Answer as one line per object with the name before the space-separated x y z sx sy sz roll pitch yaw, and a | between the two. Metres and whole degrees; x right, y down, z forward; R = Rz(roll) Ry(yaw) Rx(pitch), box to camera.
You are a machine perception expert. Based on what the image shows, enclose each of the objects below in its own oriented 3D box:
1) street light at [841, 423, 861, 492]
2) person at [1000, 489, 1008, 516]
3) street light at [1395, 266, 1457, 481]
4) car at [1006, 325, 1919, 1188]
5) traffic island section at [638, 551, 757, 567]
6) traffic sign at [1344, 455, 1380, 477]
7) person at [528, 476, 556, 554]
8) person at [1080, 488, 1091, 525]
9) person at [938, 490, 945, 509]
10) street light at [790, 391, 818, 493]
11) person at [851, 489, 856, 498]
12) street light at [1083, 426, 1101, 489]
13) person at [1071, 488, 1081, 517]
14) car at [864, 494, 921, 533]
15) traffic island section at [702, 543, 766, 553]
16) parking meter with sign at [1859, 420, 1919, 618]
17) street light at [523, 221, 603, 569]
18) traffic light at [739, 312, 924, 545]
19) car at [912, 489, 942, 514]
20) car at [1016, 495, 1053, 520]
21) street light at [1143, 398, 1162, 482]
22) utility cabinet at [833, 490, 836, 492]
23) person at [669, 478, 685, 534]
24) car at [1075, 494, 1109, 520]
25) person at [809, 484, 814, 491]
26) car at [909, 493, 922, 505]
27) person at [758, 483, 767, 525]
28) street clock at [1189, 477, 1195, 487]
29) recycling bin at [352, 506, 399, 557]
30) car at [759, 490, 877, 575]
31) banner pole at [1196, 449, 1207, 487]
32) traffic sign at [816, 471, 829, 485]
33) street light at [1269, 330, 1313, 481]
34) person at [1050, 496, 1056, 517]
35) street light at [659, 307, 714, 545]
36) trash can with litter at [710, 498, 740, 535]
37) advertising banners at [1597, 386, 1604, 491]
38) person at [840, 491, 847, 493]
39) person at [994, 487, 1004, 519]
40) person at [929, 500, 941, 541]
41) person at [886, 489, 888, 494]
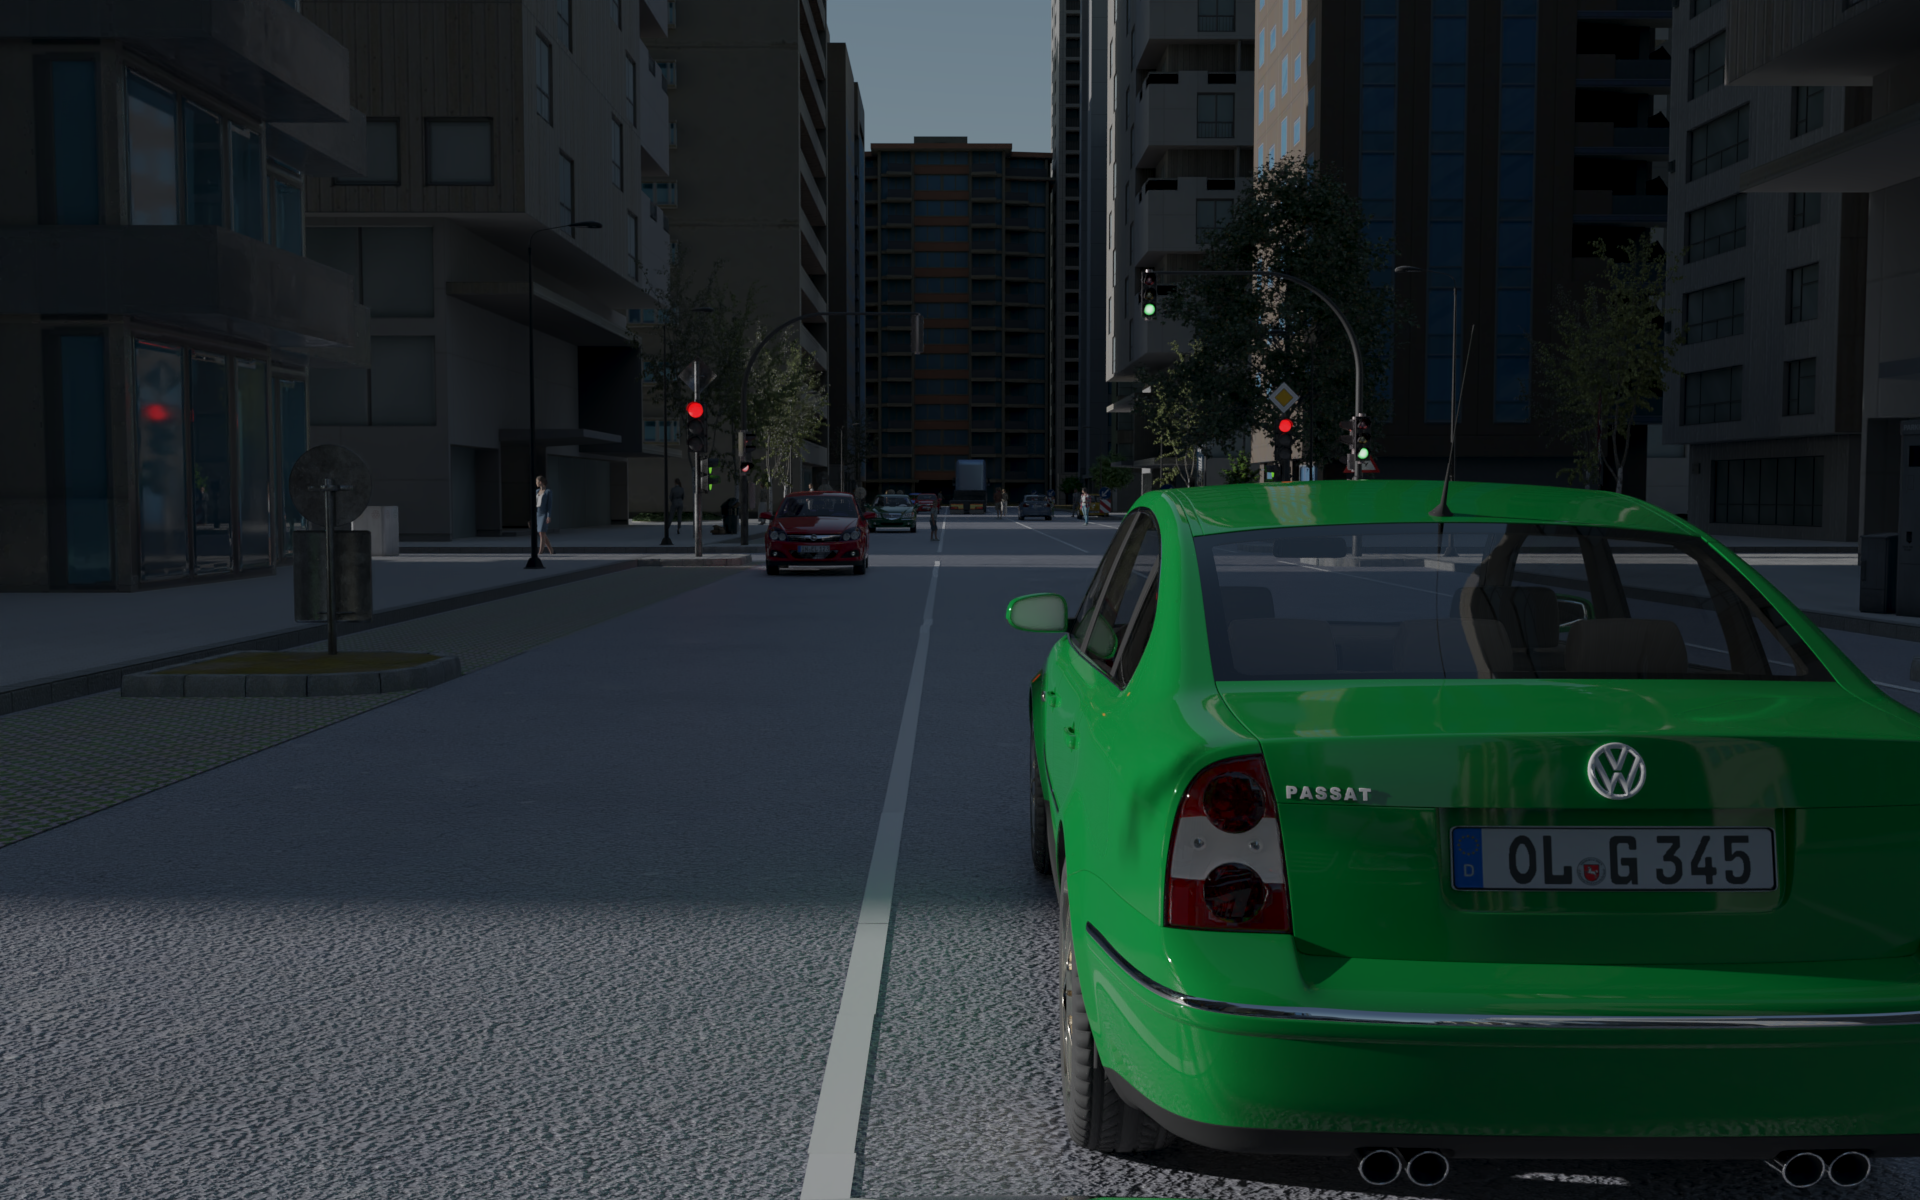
street light | -7.223 -8.646 113.907 1.470 5.913 1.316 0 4 0
person | 2.888 -6.408 113.814 0.519 1.759 0.362 0 4 -6
street light | 9.563 -3.849 35.465 1.470 5.913 1.316 0 4 0
car | 1.126 0.223 5.142 1.959 1.807 4.718 0 4 1
traffic island section | -5.374 -0.809 35.506 2.009 0.180 2.903 0 4 0
traffic sign | 9.950 -2.627 42.953 0.884 2.594 0.081 0 4 6
person | -9.005 -1.776 37.556 0.654 1.822 0.581 -3 5 -42
person | 5.764 -4.271 79.162 0.643 1.720 0.563 -3 5 -40
person | -1.814 -9.386 161.964 0.705 1.824 1.348 2 4 25
street light | -7.105 -6.478 78.458 1.470 5.913 1.316 0 4 0
person | -8.594 -8.228 141.289 1.217 1.735 0.721 -1 4 -18
street light | 9.103 -8.934 118.609 1.470 5.913 1.316 0 4 0
person | 7.196 -6.009 107.027 0.678 1.792 0.850 3 5 39
car | -2.558 -3.292 65.630 2.131 1.459 4.920 0 4 -2
traffic island section | -5.423 -1.297 43.491 2.009 0.180 2.903 0 4 0
parking meter with sign | 10.167 -1.326 17.936 0.543 3.016 1.738 -1 4 -19
street light | -6.772 -3.489 29.594 1.470 5.913 1.316 0 4 0
traffic light | -3.291 -4.204 43.405 4.771 5.953 1.251 0 4 0
car | -2.375 -7.102 125.151 2.155 1.783 4.494 0 3 0
car | 4.124 -5.101 95.410 2.014 1.417 4.499 0 3 0
street light | 9.224 -6.808 83.859 1.470 5.913 1.316 0 4 0
utility cabinet | -7.353 -5.582 99.941 0.318 1.500 1.173 0 4 -7
person | -9.110 -2.996 55.309 0.573 1.790 0.520 3 5 44
car | 7.560 -5.412 98.702 2.015 1.641 3.980 0 4 1
person | -7.389 -4.798 84.766 0.573 1.790 0.520 -2 4 -34
car | -3.553 -8.014 140.619 1.945 1.707 3.694 0 4 0
person | -8.225 -3.999 71.970 0.362 1.759 0.519 1 4 20
street clock | 9.867 -4.230 73.731 0.358 2.002 0.471 0 4 3
recycling bin | -12.115 -1.427 35.891 0.722 1.027 0.722 0 4 6
car | -2.610 -1.413 32.144 2.155 1.783 4.494 0 4 -2
banner pole | 9.896 -4.936 70.725 0.401 3.779 0.863 -2 4 -26
traffic sign | -7.732 -5.958 97.516 0.768 2.556 0.104 0 4 6
street light | 9.419 -4.683 49.110 1.470 5.913 1.316 0 4 0
person | 5.710 -5.851 108.410 0.590 1.304 0.306 3 5 39
street light | -6.813 -4.324 43.239 1.470 5.913 1.316 0 4 0
trash can with litter | -7.389 -2.654 54.776 0.624 1.170 1.055 2 4 33
advertising banners | 10.203 -1.921 27.599 0.090 3.025 2.074 1 4 19
person | -9.247 -7.991 136.792 1.348 1.812 0.705 -1 4 -19
person | 2.214 -5.516 98.665 0.573 1.828 0.580 1 4 13
person | -0.770 -2.434 52.973 0.332 1.250 0.352 -2 4 -27
person | -8.137 -11.542 194.842 0.705 1.812 1.348 0 4 -6
